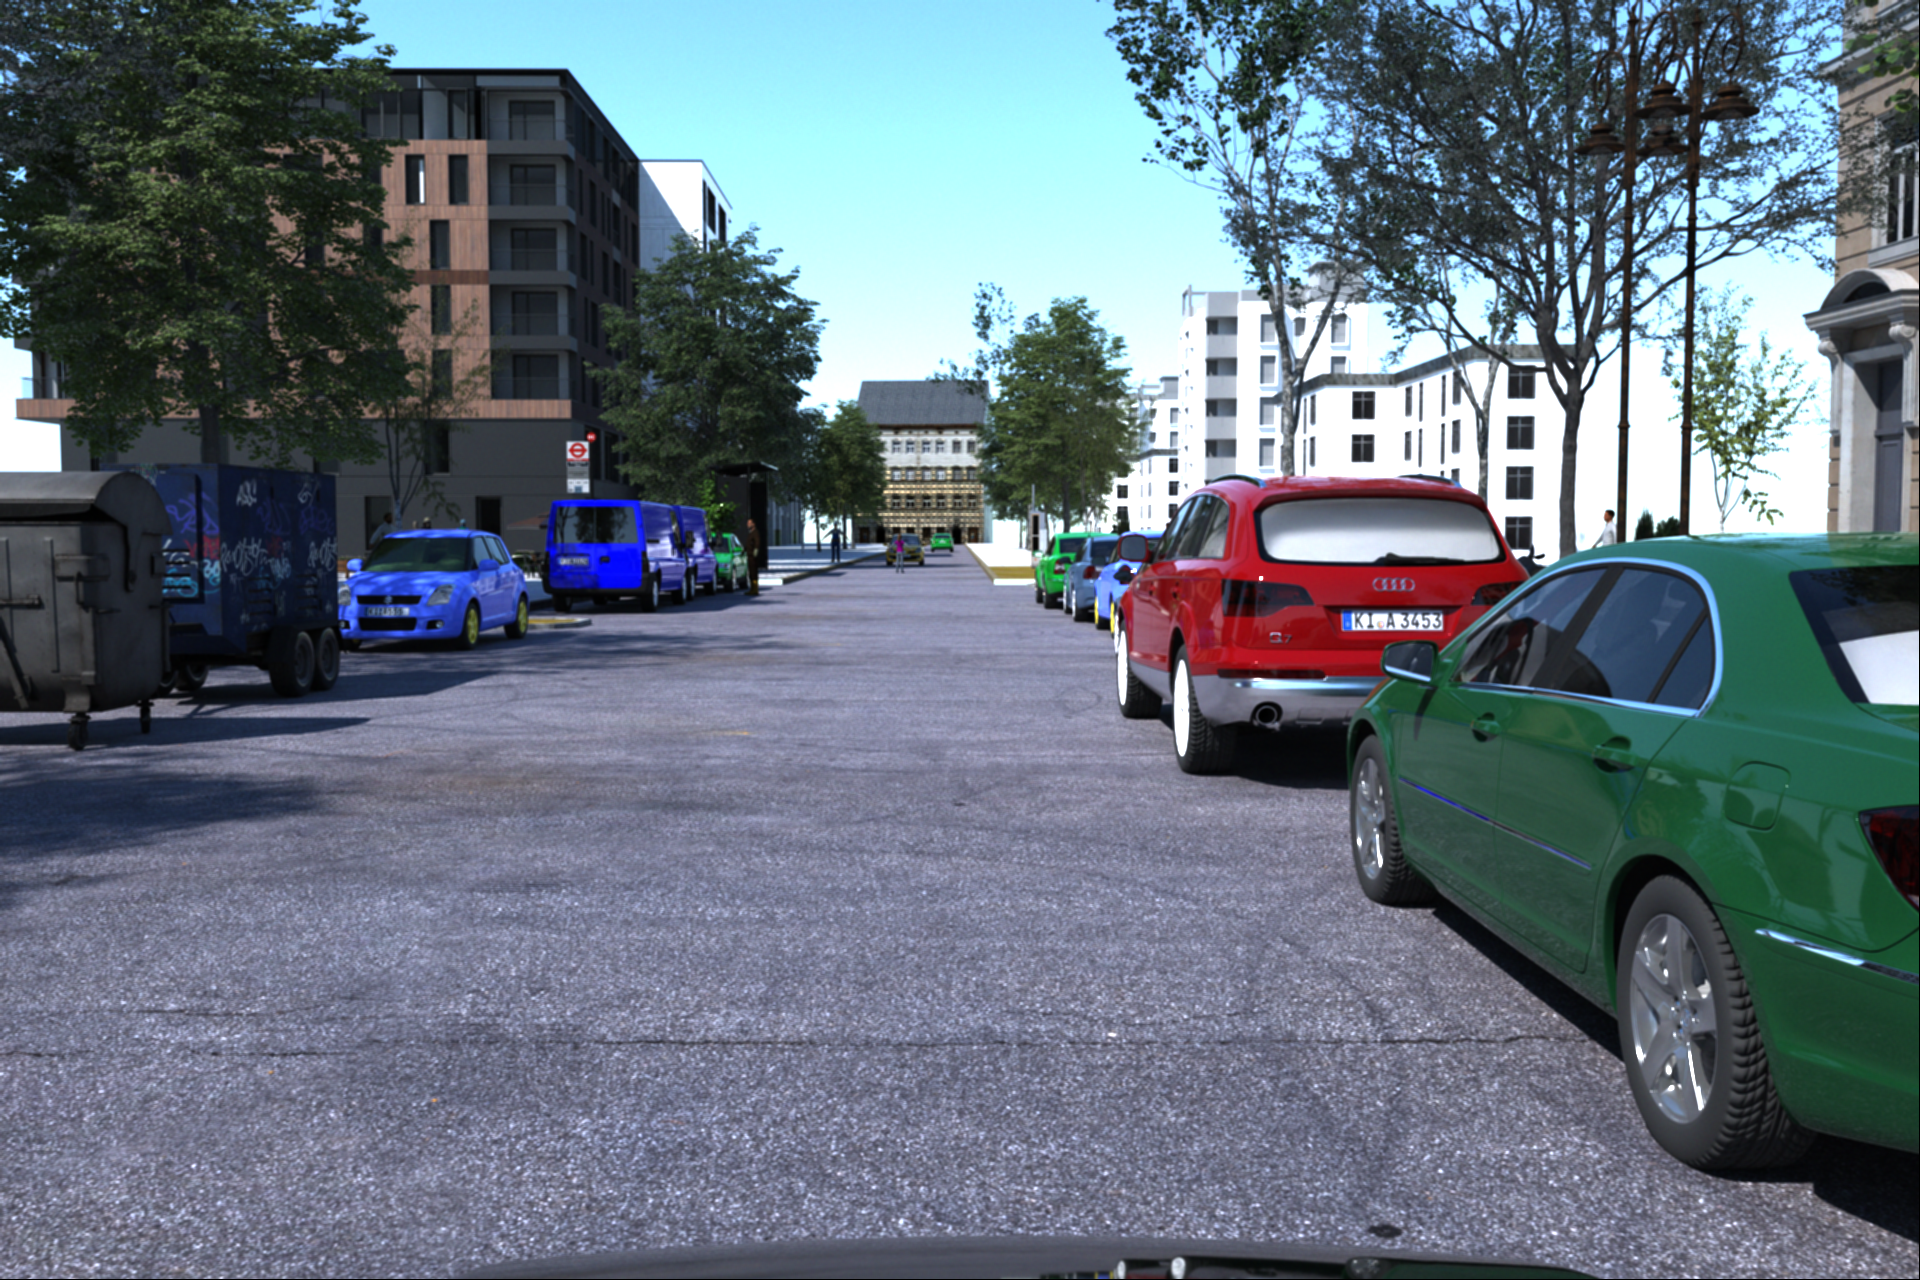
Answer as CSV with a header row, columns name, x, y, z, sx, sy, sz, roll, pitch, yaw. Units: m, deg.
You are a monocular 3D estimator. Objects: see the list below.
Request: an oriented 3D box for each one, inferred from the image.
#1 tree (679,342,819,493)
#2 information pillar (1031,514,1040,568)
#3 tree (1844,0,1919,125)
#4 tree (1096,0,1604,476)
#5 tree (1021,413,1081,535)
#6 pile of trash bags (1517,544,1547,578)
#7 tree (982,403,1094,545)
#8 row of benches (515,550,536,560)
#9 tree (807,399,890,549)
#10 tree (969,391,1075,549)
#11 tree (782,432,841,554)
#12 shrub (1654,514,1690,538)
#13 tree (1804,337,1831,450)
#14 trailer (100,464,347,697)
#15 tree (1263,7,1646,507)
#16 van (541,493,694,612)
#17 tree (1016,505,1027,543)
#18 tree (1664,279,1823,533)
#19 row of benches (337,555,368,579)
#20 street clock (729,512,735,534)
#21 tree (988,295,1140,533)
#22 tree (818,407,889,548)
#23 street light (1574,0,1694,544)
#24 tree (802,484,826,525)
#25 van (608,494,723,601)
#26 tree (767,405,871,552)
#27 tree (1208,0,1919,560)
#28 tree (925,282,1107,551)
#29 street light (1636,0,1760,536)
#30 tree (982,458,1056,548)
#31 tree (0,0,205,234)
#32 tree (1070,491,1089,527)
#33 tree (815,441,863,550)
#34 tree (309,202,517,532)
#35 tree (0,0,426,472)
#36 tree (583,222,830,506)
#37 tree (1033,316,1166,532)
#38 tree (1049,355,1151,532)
name,x,y,z,sx,sy,sz,roll,pitch,yaw
tree,-10.149,-9.039,82.196,7.601,10.594,8.767,0,4,3
information pillar,2.813,-3.680,64.652,0.304,2.012,0.304,0,4,-1
tree,9.051,-6.255,8.928,9.857,13.997,8.962,0,3,0
tree,9.908,-11.638,46.164,12.611,20.169,13.585,0,3,0
tree,5.261,-8.815,94.492,4.360,8.622,3.978,0,3,0
pile of trash bags,6.296,-0.740,21.848,1.912,1.369,3.447,0,3,0
tree,5.832,-11.001,114.273,8.767,10.594,7.601,0,4,-7
row of benches,-16.878,-3.166,67.219,1.422,0.672,4.104,-1,4,-18
tree,-9.659,-13.881,145.073,7.486,12.596,7.792,0,3,0
tree,5.725,-14.584,145.096,9.857,13.997,8.962,0,3,0
tree,-10.107,-9.936,112.818,4.737,8.622,4.395,0,3,0
shrub,28.054,-3.934,68.368,1.661,2.075,1.752,0,3,0
tree,27.851,-6.151,50.939,4.360,8.622,3.978,0,3,0
trailer,-6.481,-0.474,14.794,1.471,1.999,3.904,0,4,0
tree,17.907,-12.659,62.866,12.611,20.169,13.585,0,3,0
van,-6.501,-1.774,33.391,2.240,2.365,5.245,0,4,0
tree,8.889,-17.808,241.528,4.737,8.622,4.395,0,3,0
tree,22.150,-6.088,49.897,4.737,8.622,4.395,0,3,0
row of benches,-17.619,-2.144,50.514,1.422,0.672,4.104,2,4,29
street clock,-7.310,-3.086,55.022,0.358,2.002,0.471,0,4,1
tree,4.935,-10.059,82.595,7.486,12.596,7.792,0,3,0
tree,-9.920,-14.438,154.195,7.486,12.596,7.792,0,3,0
street light,5.889,-2.601,15.320,0.468,5.910,1.993,0,3,0
tree,-21.562,-18.730,240.644,7.601,10.594,8.767,0,4,7
van,-6.644,-2.102,38.757,2.240,2.365,5.245,0,4,0
tree,-10.349,-11.666,125.159,8.767,10.594,7.601,-2,4,-35
tree,9.165,-7.062,25.831,12.009,13.543,11.850,0,3,0
tree,4.038,-16.854,131.456,12.611,20.169,13.585,0,3,0
street light,6.472,-2.605,15.378,0.468,5.910,1.993,0,4,0
tree,5.733,-13.554,156.014,8.767,10.594,7.601,3,5,44
tree,-12.462,-6.453,15.872,12.009,13.543,11.850,0,3,0
tree,18.776,-20.721,245.440,9.857,13.997,8.962,0,3,0
tree,-9.545,-11.411,136.924,4.737,8.622,4.395,0,3,0
tree,-12.854,-5.422,39.008,4.360,8.622,3.978,0,3,0
tree,-12.972,-6.765,28.730,7.486,12.596,7.792,0,3,0
tree,-10.017,-10.017,70.427,9.857,13.997,8.962,0,3,0
tree,4.122,-6.657,59.204,4.360,8.622,3.978,0,3,0
tree,5.415,-7.443,72.054,4.360,8.622,3.978,0,3,0
